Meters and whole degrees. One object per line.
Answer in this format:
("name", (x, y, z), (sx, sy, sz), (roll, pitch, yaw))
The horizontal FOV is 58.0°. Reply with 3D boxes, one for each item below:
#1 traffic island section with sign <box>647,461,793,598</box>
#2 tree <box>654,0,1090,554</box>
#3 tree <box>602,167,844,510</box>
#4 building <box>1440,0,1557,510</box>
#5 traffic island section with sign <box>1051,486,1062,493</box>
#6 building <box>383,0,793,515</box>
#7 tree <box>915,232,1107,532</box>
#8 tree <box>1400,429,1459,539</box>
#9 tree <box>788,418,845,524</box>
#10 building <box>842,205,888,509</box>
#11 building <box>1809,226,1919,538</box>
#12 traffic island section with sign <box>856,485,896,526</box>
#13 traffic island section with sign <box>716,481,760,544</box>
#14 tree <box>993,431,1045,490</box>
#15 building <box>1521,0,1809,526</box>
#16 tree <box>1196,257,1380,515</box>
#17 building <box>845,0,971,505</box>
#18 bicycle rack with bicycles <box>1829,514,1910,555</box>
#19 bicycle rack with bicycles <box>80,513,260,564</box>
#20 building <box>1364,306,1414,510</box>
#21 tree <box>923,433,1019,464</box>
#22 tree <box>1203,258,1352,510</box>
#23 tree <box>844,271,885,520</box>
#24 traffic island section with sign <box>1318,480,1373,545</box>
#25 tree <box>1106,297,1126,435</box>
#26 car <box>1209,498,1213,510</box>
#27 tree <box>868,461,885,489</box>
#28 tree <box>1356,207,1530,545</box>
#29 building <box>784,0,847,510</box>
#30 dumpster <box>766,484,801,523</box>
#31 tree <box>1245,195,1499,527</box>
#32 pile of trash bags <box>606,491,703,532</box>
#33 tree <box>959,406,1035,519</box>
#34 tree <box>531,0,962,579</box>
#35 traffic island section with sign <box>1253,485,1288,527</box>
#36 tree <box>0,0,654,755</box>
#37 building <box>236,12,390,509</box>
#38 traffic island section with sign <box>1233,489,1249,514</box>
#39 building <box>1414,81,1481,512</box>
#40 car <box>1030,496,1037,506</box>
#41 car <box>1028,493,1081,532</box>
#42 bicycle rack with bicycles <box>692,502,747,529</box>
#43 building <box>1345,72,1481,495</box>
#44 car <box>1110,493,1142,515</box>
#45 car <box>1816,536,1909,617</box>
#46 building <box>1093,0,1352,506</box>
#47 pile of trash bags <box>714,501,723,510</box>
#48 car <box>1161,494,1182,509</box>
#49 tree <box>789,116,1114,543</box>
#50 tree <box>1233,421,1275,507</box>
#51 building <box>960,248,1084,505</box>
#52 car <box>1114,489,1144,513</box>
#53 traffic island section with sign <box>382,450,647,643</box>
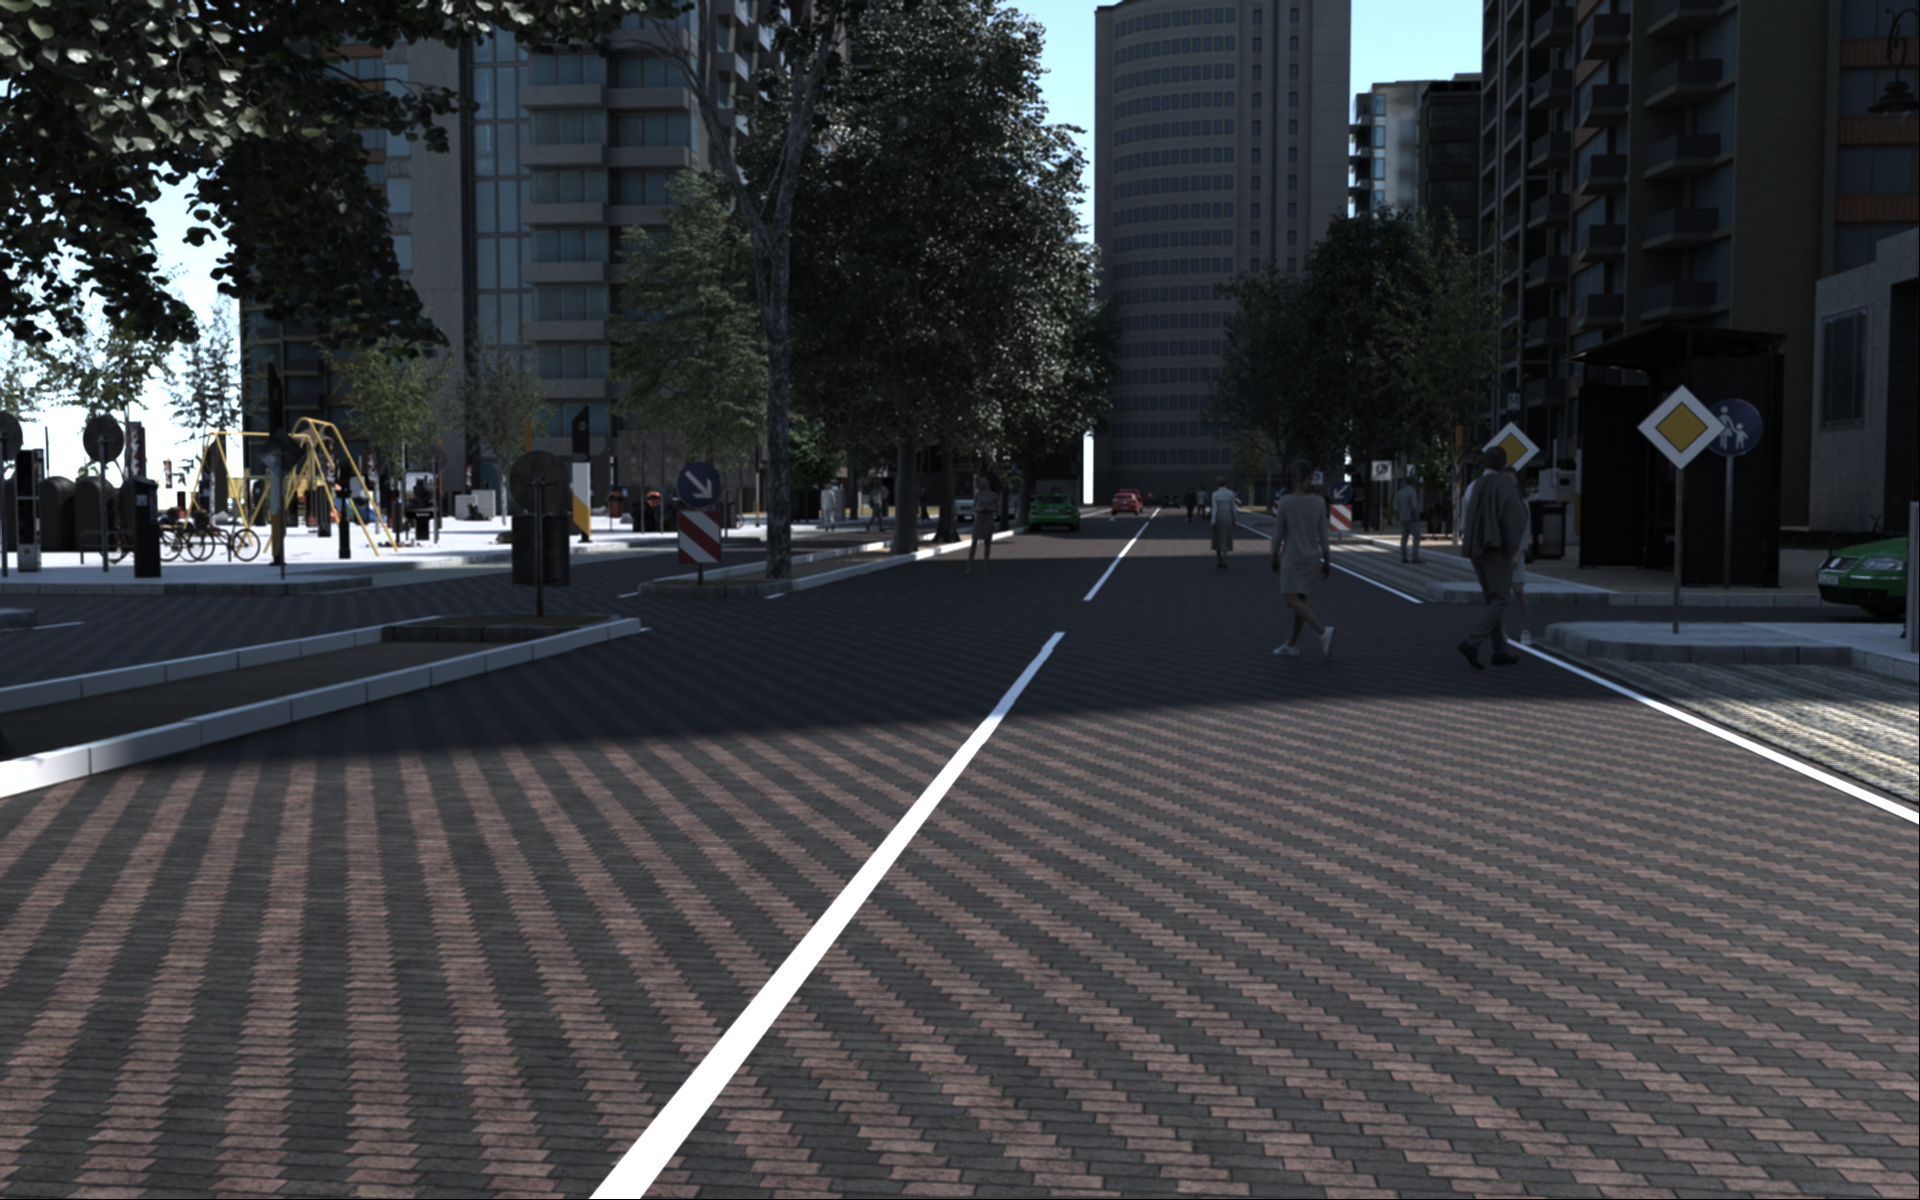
("traffic island section with sign", (-3.569, -1.024, 24.874), (2.006, 1.907, 1.989), (0, 4, 7))
("tree", (-1.321, -8.065, 40.970), (9.857, 13.997, 8.962), (0, 3, 0))
("tree", (-8.889, -8.750, 61.188), (7.486, 12.596, 7.792), (0, 3, 0))
("building", (41.831, -40.792, 105.200), (20.563, 71.187, 20.611), (0, 4, 7))
("traffic island section with sign", (5.480, -5.586, 99.468), (2.006, 1.907, 1.989), (0, 4, 7))
("building", (-24.188, -30.505, 118.366), (23.786, 49.044, 30.456), (0, 4, 7))
("tree", (1.783, -8.417, 65.836), (9.928, 11.665, 9.643), (0, 3, 0))
("tree", (13.887, -3.409, 50.344), (1.663, 3.219, 1.824), (0, 3, 0))
("tree", (-6.607, -5.555, 74.540), (4.285, 4.588, 4.351), (0, 3, 0))
("building", (-14.145, -23.772, 160.376), (14.107, 30.474, 14.160), (0, 4, 7))
("building", (38.529, -44.380, 38.292), (31.000, 86.520, 22.319), (0, 4, 7))
("traffic island section with sign", (-3.550, -4.240, 77.948), (1.989, 1.847, 2.006), (0, 4, 7))
("traffic island section with sign", (-6.894, -2.555, 50.407), (1.989, 1.847, 2.006), (0, 4, 7))
("tree", (3.161, -7.983, 83.341), (4.360, 8.622, 3.978), (0, 3, 0))
("building", (39.114, -26.053, 80.585), (22.147, 44.769, 28.867), (0, 4, 7))
("tree", (18.154, -10.912, 88.774), (12.009, 13.543, 11.850), (0, 3, 0))
("building", (-10.008, -46.921, 205.404), (20.611, 71.187, 20.563), (0, 4, 7))
("bicycle rack with bicycles", (16.515, -1.004, 29.799), (2.925, 0.926, 2.852), (0, 4, 3))
("bicycle rack with bicycles", (-15.025, -1.159, 32.333), (2.925, 0.926, 2.852), (1, 4, 20))
("building", (49.709, -18.386, 145.652), (27.650, 21.520, 28.899), (0, 4, 7))
("tree", (1.920, -14.218, 142.839), (12.009, 13.543, 11.850), (0, 3, 0))
("tree", (25.453, -17.197, 137.055), (12.611, 20.169, 13.585), (0, 3, 0))
("tree", (-5.309, -10.258, 85.840), (7.486, 12.596, 7.792), (0, 3, 0))
("traffic island section with sign", (10.676, -2.495, 49.428), (1.989, 1.847, 2.006), (0, 4, 7))
("tree", (2.810, -10.206, 75.973), (9.857, 13.997, 8.962), (0, 3, 0))
("car", (23.327, -8.905, 155.380), (2.009, 1.686, 4.222), (1, 4, 8))
("tree", (-4.281, -8.966, 96.958), (4.360, 8.622, 3.978), (0, 3, 0))
("tree", (12.390, -5.703, 43.602), (4.737, 8.622, 4.395), (0, 3, 0))
("building", (-17.301, -29.968, 140.095), (14.600, 45.320, 14.200), (0, 4, 7))
("dumpster", (-7.958, -4.426, 78.121), (1.264, 1.857, 1.865), (0, 4, 7))
("tree", (15.942, -9.177, 67.060), (9.611, 12.733, 9.660), (0, 3, 0))
("pile of trash bags", (-10.723, -3.033, 59.339), (3.447, 1.369, 1.912), (2, 4, 29))
("tree", (0.565, -6.470, 58.603), (4.737, 8.622, 4.395), (0, 3, 0))
("tree", (-4.175, -10.482, 29.731), (12.611, 20.169, 13.585), (0, 3, 0))
("traffic island section with sign", (13.958, -4.146, 76.420), (1.989, 1.847, 2.006), (0, 4, 7))
("tree", (-5.546, -6.110, 9.010), (9.857, 13.997, 8.962), (0, 3, 0))
("building", (-50.193, -30.904, 159.902), (28.867, 44.769, 22.147), (0, 4, 7))
("traffic island section with sign", (19.854, -7.117, 124.998), (1.989, 1.847, 2.006), (0, 4, 7))
("building", (39.638, -21.557, 124.162), (14.160, 30.474, 14.107), (0, 4, 7))
("car", (5.221, -6.441, 117.897), (1.945, 1.354, 3.894), (1, 4, 8))
("car", (3.663, -3.544, 66.744), (1.959, 1.807, 4.718), (0, 4, 7))
("bicycle rack with bicycles", (-9.747, -3.065, 63.494), (2.925, 0.926, 2.852), (3, 4, 36))
("building", (59.084, -35.472, 199.572), (30.456, 49.044, 23.786), (0, 4, 7))
("car", (11.263, -6.646, 117.698), (2.155, 1.783, 4.494), (0, 4, 7))
("car", (12.112, -0.642, 19.293), (4.718, 1.807, 1.959), (0, 4, 5))
("building", (29.767, -40.318, 201.190), (28.212, 58.520, 21.231), (0, 4, 7))
("pile of trash bags", (-11.441, -3.852, 72.726), (3.447, 1.369, 1.912), (0, 4, -7))
("car", (20.774, -9.818, 170.308), (2.009, 1.686, 4.222), (0, 4, 7))
("tree", (-0.374, -8.032, 50.781), (9.611, 12.733, 9.660), (0, 3, 0))
("tree", (28.266, -13.275, 167.403), (4.360, 8.622, 3.978), (0, 3, 0))
("building", (7.345, -26.351, 202.532), (14.107, 30.474, 14.160), (0, 4, 7))
("car", (12.899, -7.566, 132.374), (2.281, 1.827, 5.304), (0, 4, 5))
("traffic island section with sign", (-4.472, -0.574, 17.522), (2.006, 1.907, 1.989), (0, 4, 7))
